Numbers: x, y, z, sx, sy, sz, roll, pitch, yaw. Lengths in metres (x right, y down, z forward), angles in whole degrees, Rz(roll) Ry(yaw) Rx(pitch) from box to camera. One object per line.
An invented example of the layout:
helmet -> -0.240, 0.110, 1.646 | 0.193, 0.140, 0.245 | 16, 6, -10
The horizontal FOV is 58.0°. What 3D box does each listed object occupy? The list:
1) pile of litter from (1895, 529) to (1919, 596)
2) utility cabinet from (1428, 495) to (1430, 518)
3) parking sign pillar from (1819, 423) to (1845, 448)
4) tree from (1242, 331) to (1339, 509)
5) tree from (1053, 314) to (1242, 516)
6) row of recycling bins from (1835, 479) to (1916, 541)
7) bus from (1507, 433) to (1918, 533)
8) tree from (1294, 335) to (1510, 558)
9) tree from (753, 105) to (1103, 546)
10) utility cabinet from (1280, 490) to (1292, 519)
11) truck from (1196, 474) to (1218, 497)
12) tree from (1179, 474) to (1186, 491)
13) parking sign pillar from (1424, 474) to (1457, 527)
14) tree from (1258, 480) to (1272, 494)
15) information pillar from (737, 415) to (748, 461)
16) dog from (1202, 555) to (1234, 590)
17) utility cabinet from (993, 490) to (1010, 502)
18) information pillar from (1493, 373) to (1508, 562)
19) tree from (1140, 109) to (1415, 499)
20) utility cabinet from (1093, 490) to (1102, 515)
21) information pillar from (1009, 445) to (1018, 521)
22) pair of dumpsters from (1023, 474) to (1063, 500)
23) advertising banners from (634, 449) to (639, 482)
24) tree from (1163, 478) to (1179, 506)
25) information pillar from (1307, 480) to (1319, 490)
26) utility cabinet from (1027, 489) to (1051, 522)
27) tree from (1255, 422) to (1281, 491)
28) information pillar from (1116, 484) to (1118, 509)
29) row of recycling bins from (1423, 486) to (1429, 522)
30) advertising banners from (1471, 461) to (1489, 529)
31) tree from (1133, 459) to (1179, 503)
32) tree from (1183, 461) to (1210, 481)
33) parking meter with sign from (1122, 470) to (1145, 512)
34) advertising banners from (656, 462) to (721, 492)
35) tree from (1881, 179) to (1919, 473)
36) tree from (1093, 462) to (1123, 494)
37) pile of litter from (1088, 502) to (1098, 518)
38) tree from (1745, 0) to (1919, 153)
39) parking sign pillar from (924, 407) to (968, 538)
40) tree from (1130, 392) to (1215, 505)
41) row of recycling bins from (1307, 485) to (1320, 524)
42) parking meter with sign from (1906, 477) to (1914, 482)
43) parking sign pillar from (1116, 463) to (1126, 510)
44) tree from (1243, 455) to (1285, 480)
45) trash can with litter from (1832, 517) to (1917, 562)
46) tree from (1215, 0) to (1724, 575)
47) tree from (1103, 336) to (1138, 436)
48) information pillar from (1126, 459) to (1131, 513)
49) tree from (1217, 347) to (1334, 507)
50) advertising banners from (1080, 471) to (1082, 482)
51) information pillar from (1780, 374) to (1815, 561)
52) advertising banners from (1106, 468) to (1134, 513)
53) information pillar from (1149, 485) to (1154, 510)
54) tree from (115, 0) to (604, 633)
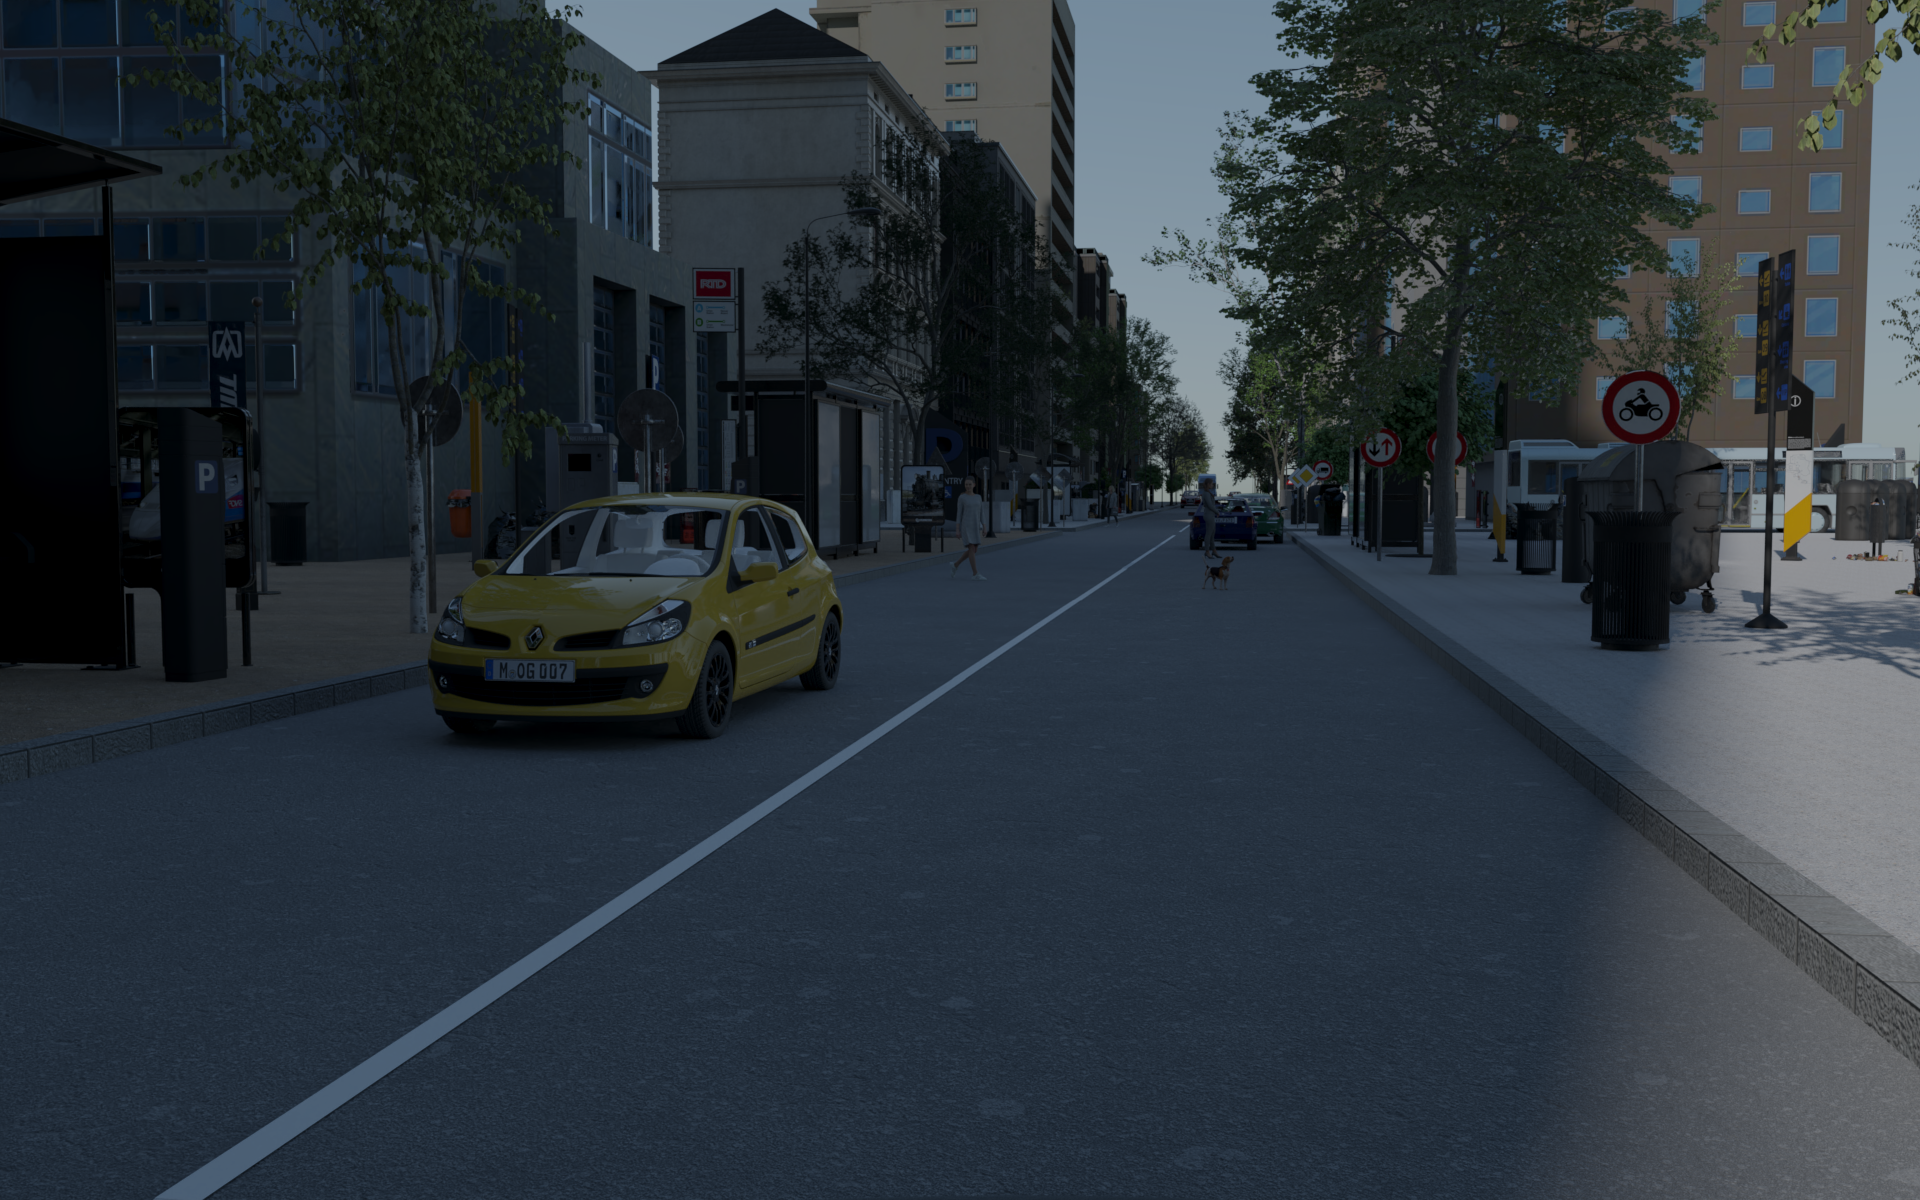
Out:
pile of litter -> 12.436, -0.475, 21.735 | 1.176, 0.858, 1.719 | 1, 4, 22
utility cabinet -> 25.798, -5.083, 94.272 | 1.020, 1.237, 0.306 | 3, 5, 44
parking sign pillar -> 33.076, -4.734, 65.869 | 1.447, 3.967, 1.447 | -3, 4, -37
tree -> 20.179, -11.211, 109.049 | 9.928, 11.665, 9.643 | 0, 3, 0
tree -> 8.985, -10.624, 99.463 | 9.928, 11.665, 9.643 | 0, 3, 0
row of recycling bins -> 25.683, -2.527, 48.428 | 3.534, 1.692, 1.069 | -3, 4, -36
bus -> 25.611, -3.908, 58.752 | 13.247, 3.499, 2.948 | 0, 4, 7
tree -> 9.456, -3.170, 35.548 | 4.285, 4.588, 4.351 | 0, 3, 0
tree -> -1.222, -6.620, 42.655 | 8.767, 10.594, 7.601 | 1, 4, 9
utility cabinet -> 16.677, -4.862, 88.174 | 0.318, 1.500, 1.173 | 2, 4, 33
truck -> 33.782, -15.041, 235.681 | 2.967, 4.110, 18.799 | 1, 4, 9
tree -> 29.420, -15.485, 236.896 | 4.285, 4.588, 4.351 | 0, 3, 0
parking sign pillar -> 18.606, -4.825, 67.365 | 1.447, 3.967, 1.447 | 0, 4, 6
tree -> 40.193, -14.154, 226.014 | 1.663, 3.219, 1.824 | 0, 3, 0
information pillar -> -6.469, -3.659, 51.178 | 0.504, 3.616, 0.183 | 2, 4, 24
dog -> 3.867, -0.411, 26.002 | 0.540, 0.507, 0.406 | 1, 4, 17
utility cabinet -> 2.254, -5.015, 90.675 | 1.173, 1.500, 0.318 | -2, 4, -29
information pillar -> 10.225, -2.532, 32.753 | 0.183, 3.616, 0.504 | 0, 4, -2
tree -> 15.795, -14.097, 86.383 | 12.611, 20.169, 13.585 | 0, 3, 0
utility cabinet -> 8.152, -5.709, 102.016 | 0.318, 1.500, 1.173 | -1, 4, -12
information pillar -> 2.536, -5.537, 81.878 | 0.183, 3.616, 0.504 | -3, 4, -38
pair of dumpsters -> 3.882, -4.826, 81.401 | 1.574, 2.255, 4.437 | 1, 4, 9
advertising banners -> -7.366, -2.599, 38.674 | 0.090, 3.025, 2.074 | 0, 4, 2
tree -> 22.686, -11.819, 187.842 | 1.663, 3.219, 1.824 | 0, 3, 0
information pillar -> 20.157, -6.541, 98.306 | 0.504, 3.616, 0.183 | 3, 4, 38
utility cabinet -> 3.615, -4.275, 78.577 | 1.173, 1.500, 0.318 | 0, 4, -3
tree -> 27.969, -12.551, 155.573 | 4.360, 8.622, 3.978 | 0, 3, 0
information pillar -> 9.964, -6.493, 110.656 | 0.304, 2.012, 0.304 | 0, 4, 4
row of recycling bins -> 19.057, -4.011, 72.689 | 1.069, 1.692, 3.534 | 1, 4, 11
advertising banners -> 19.521, -4.215, 65.110 | 0.090, 3.025, 2.074 | 0, 4, -1
tree -> 17.370, -10.596, 156.957 | 4.285, 4.588, 4.351 | 0, 3, 0
tree -> 39.901, -22.322, 299.375 | 7.601, 10.594, 8.767 | -2, 4, -25
parking meter with sign -> 12.795, -8.029, 127.540 | 1.738, 3.016, 0.543 | 3, 4, 36
advertising banners -> -6.941, -2.953, 44.467 | 2.074, 3.025, 0.090 | -2, 4, -29
tree -> 22.390, -5.375, 38.252 | 4.360, 8.622, 3.978 | 0, 3, 0
tree -> 8.832, -6.813, 105.999 | 1.663, 3.219, 1.824 | 0, 3, 0
pile of litter -> 6.883, -4.770, 91.947 | 1.176, 0.858, 1.719 | -1, 4, -14
tree -> 4.999, -3.524, 7.978 | 4.737, 8.622, 4.395 | 0, 3, 0
parking sign pillar -> -0.418, -3.844, 51.323 | 1.447, 3.967, 1.447 | 0, 4, 3
tree -> 26.205, -18.527, 213.287 | 12.009, 13.543, 11.850 | 0, 3, 0
row of recycling bins -> 15.988, -4.267, 76.884 | 1.069, 1.692, 3.534 | 1, 4, 16
parking meter with sign -> 43.075, -5.065, 79.069 | 0.543, 3.016, 1.738 | -1, 4, -21
parking sign pillar -> 12.941, -9.160, 138.245 | 1.447, 3.967, 1.447 | 0, 4, -3
tree -> 41.600, -18.612, 238.723 | 8.767, 10.594, 7.601 | -3, 5, -42
trash can with litter -> 17.906, -1.388, 33.744 | 1.678, 1.210, 2.233 | 1, 4, 16
tree -> 8.064, -6.657, 26.974 | 7.486, 12.596, 7.792 | 0, 3, 0
tree -> 3.840, -8.552, 74.232 | 8.767, 10.594, 7.601 | 2, 4, 24
information pillar -> 11.116, -7.512, 114.170 | 0.183, 3.616, 0.504 | 3, 5, 44
tree -> 22.948, -12.757, 125.584 | 9.611, 12.733, 9.660 | 0, 3, 0
advertising banners -> 8.865, -8.140, 129.269 | 0.090, 3.025, 2.074 | 1, 4, 16
information pillar -> 16.040, -2.555, 33.123 | 0.183, 3.616, 0.504 | -3, 5, -44
advertising banners -> 10.527, -7.265, 114.975 | 2.074, 3.025, 0.090 | 0, 4, 3
information pillar -> 15.064, -8.047, 136.057 | 0.304, 2.012, 0.304 | 1, 4, 21
tree -> -5.024, -3.985, 15.520 | 4.737, 8.622, 4.395 | 0, 3, 0
